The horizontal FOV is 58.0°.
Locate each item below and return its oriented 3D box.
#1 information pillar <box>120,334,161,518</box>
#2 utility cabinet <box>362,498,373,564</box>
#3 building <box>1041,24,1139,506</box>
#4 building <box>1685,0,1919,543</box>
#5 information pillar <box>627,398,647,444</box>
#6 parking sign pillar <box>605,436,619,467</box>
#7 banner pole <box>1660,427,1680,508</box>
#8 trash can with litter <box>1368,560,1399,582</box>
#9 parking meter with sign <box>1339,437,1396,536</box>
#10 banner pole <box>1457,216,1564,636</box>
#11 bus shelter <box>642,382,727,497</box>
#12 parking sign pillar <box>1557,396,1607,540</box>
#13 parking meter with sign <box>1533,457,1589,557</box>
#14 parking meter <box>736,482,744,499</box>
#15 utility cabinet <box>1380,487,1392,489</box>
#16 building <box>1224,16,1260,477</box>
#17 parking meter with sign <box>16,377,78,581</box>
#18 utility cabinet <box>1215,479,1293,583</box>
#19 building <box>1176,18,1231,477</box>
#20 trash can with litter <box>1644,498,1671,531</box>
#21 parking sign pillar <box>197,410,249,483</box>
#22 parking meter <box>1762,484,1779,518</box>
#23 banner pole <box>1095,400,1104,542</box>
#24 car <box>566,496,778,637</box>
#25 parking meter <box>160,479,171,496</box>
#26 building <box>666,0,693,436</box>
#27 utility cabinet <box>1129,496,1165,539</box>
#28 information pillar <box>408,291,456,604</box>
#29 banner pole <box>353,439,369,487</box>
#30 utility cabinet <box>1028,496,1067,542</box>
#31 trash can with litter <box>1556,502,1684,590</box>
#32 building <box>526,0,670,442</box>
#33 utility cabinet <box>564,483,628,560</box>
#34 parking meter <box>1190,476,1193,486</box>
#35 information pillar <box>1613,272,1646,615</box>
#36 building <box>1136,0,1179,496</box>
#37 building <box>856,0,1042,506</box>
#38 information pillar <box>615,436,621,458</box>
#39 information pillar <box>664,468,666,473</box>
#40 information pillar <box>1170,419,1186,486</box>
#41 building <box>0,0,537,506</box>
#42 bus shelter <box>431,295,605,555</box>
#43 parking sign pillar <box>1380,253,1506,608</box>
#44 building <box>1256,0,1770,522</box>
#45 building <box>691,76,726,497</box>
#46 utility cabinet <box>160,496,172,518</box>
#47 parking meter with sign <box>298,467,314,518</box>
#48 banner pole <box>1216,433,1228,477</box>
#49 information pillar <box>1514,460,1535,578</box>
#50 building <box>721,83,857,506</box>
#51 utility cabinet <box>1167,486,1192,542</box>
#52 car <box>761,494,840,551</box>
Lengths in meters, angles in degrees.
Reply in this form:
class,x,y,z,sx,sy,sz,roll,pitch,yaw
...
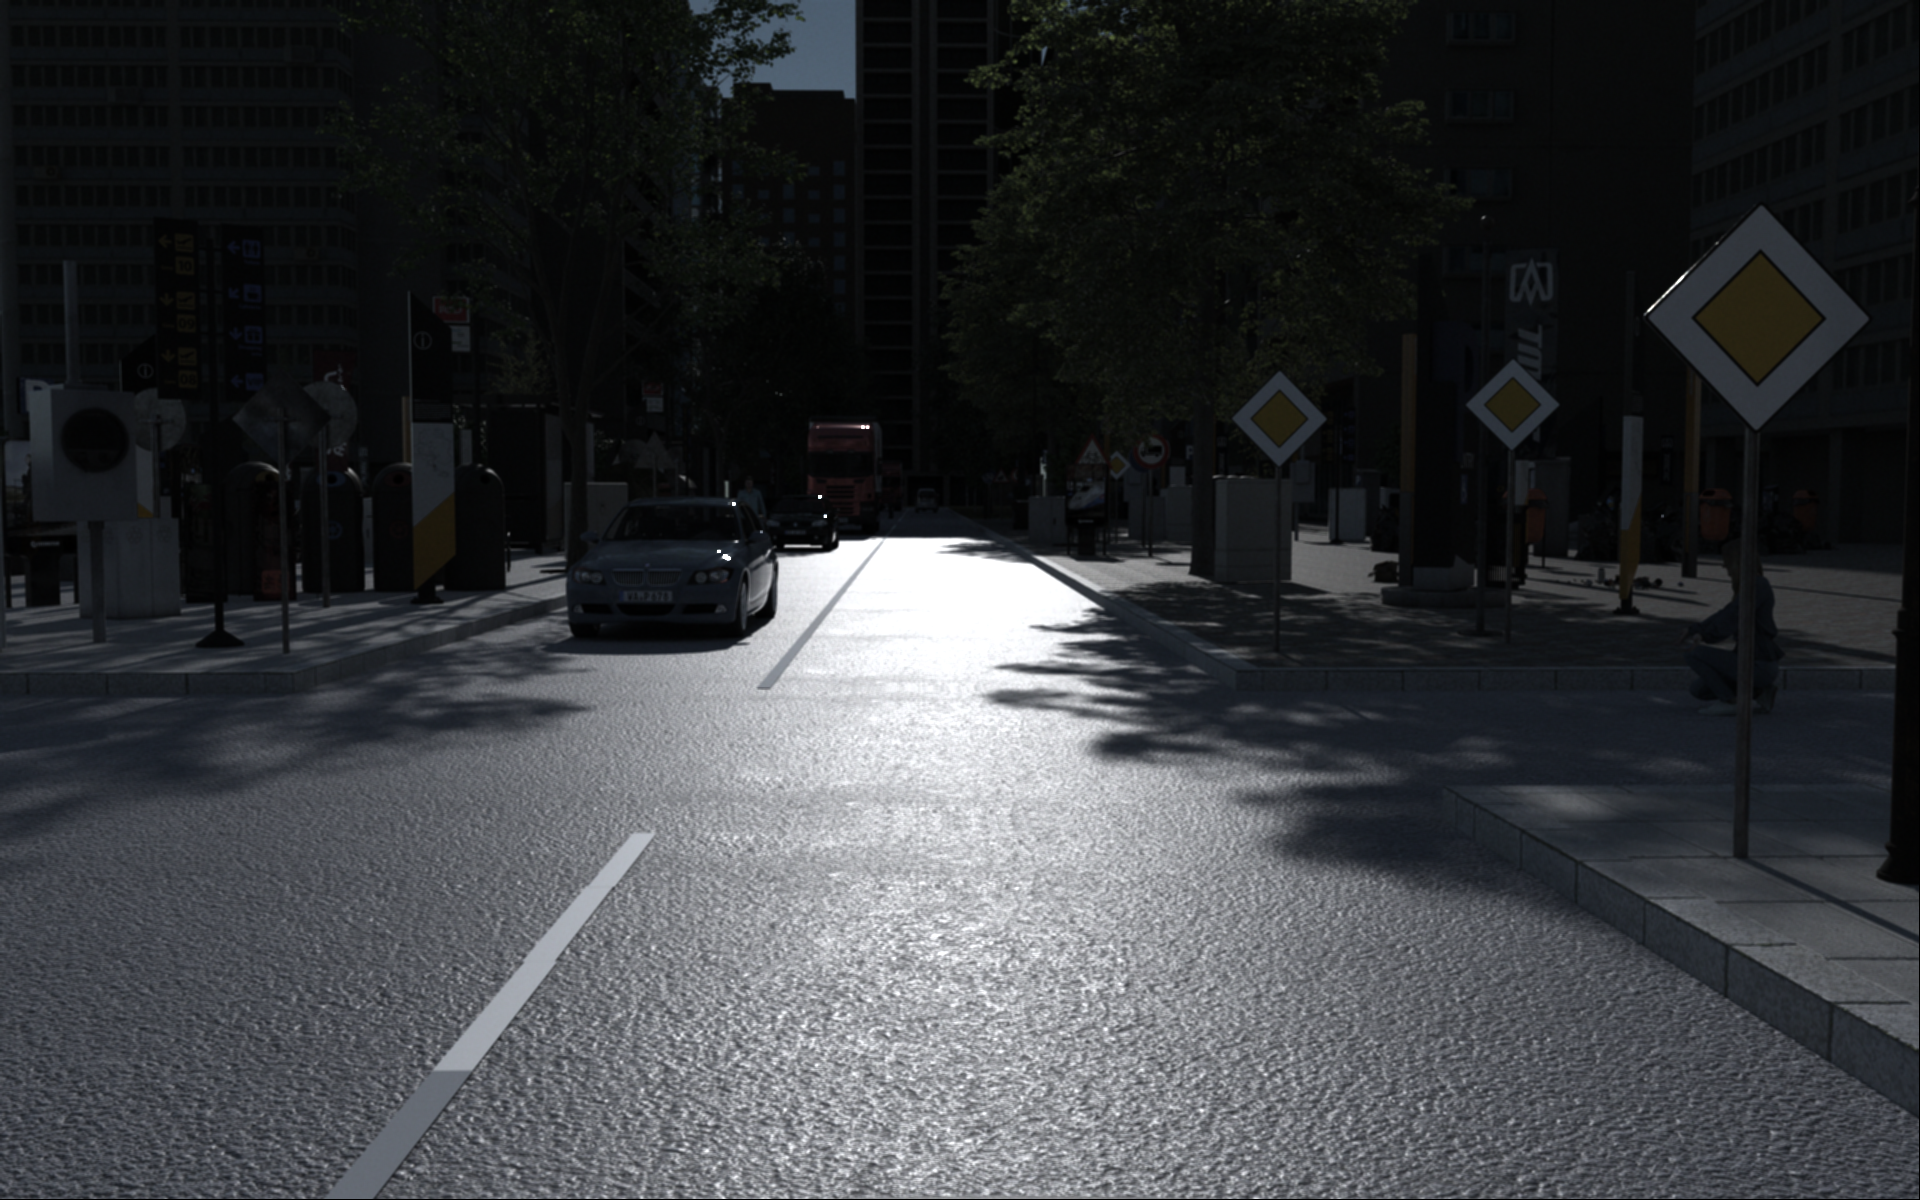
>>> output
class,x,y,z,sx,sy,sz,roll,pitch,yaw
information pillar,-11.897,-2.070,25.191,0.504,3.616,0.183,-2,4,-30
utility cabinet,-10.934,-1.290,32.249,0.306,1.237,1.020,-2,4,-33
building,23.040,-37.376,200.343,27.495,52.752,28.713,0,4,-1
building,34.119,-21.452,42.627,23.993,40.220,32.217,0,4,-1
information pillar,-7.877,-3.122,42.402,0.504,3.616,0.183,0,4,-4
parking sign pillar,-16.109,-5.666,81.104,1.447,3.967,1.447,-3,5,-40
banner pole,26.529,-4.564,64.636,0.863,3.779,0.401,0,4,6
trash can with litter,6.469,-0.843,25.169,1.055,1.170,0.624,2,4,29
parking meter with sign,12.547,-3.484,53.219,1.738,3.016,0.543,-1,4,-19
banner pole,4.955,-1.564,15.589,0.863,3.779,0.401,2,4,25
bus shelter,-10.136,-5.259,63.614,2.179,5.291,8.768,0,4,-1
parking sign pillar,17.353,-3.664,48.372,1.447,3.967,1.447,-3,4,-38
parking meter with sign,12.168,-2.403,35.546,1.738,3.016,0.543,1,4,22
parking meter,-10.573,-4.757,83.483,0.399,1.863,0.255,0,4,0
utility cabinet,13.814,-2.964,57.136,0.318,1.500,1.173,-1,4,-15
building,22.528,-20.196,101.899,14.160,30.474,14.107,0,4,-1
parking meter with sign,-13.144,-1.795,25.614,1.738,3.016,0.543,2,4,31
utility cabinet,4.239,-1.000,25.036,1.173,1.500,0.318,-2,4,-29
building,22.495,-28.469,115.576,14.600,45.320,14.200,0,4,-1
trash can with litter,17.995,-2.069,45.223,1.055,1.170,0.624,-1,4,-11
parking sign pillar,-23.370,-4.051,54.709,1.447,3.967,1.447,-2,4,-29
parking meter,20.870,-2.214,44.615,0.372,1.533,0.369,0,3,0
banner pole,3.730,-3.434,46.165,0.401,3.779,0.863,1,4,19
car,-3.017,-0.420,18.868,2.014,1.417,4.499,0,4,0
parking meter,-30.939,-3.777,67.468,0.399,1.863,0.255,-2,4,-32
building,-30.163,-30.145,142.988,14.200,45.320,14.600,0,4,-1
utility cabinet,5.385,-2.366,49.845,1.020,1.237,0.306,0,4,5
information pillar,-6.171,-1.765,20.216,0.504,3.616,0.183,-2,4,-29
banner pole,-27.100,-5.399,78.292,0.863,3.779,0.401,0,4,8
utility cabinet,2.354,-2.156,46.411,1.020,1.237,0.306,0,4,8
trash can with litter,9.237,-0.805,24.214,1.678,1.210,2.233,1,4,18
building,-32.900,-30.513,122.588,21.300,48.544,21.600,0,4,-1
utility cabinet,-6.995,-1.508,33.328,1.173,1.500,0.318,-1,4,-21
parking meter,6.605,-2.605,48.303,0.255,1.863,0.399,3,5,45
information pillar,7.191,-1.662,18.522,0.183,3.616,0.504,3,4,36
building,24.633,-36.380,136.819,21.231,58.520,28.212,0,4,-1
building,-1.131,-46.344,195.980,20.611,71.187,20.563,0,4,-1
information pillar,-13.666,-4.771,69.355,0.183,3.616,0.504,1,4,10
information pillar,-15.017,-5.917,88.093,0.504,3.616,0.183,1,4,11
information pillar,6.539,-3.707,51.965,0.504,3.616,0.183,-1,4,-16
building,-38.468,-24.950,99.813,32.217,40.220,23.993,0,4,-1
bus shelter,-9.629,-3.678,37.764,2.179,5.291,8.768,0,4,-1
parking sign pillar,5.630,-1.929,20.017,1.447,3.967,1.447,2,4,28
building,26.236,-27.802,78.261,21.300,48.544,21.600,0,4,-1
building,-41.095,-35.354,197.640,30.456,49.044,23.786,0,4,-1
utility cabinet,-22.437,-2.305,48.849,1.020,1.237,0.306,-3,4,-39
parking meter with sign,-18.312,-3.238,49.196,1.738,3.016,0.543,0,4,5
banner pole,9.334,-4.446,62.711,0.863,3.779,0.401,-1,4,-23
information pillar,8.655,-2.160,26.672,0.183,3.616,0.504,2,4,33
building,-18.439,-33.161,192.292,14.200,45.320,14.600,0,4,-1
utility cabinet,5.948,-2.255,45.545,0.318,1.500,1.173,-2,4,-32
car,-4.097,-2.155,45.025,2.009,1.686,4.222,0,4,0
